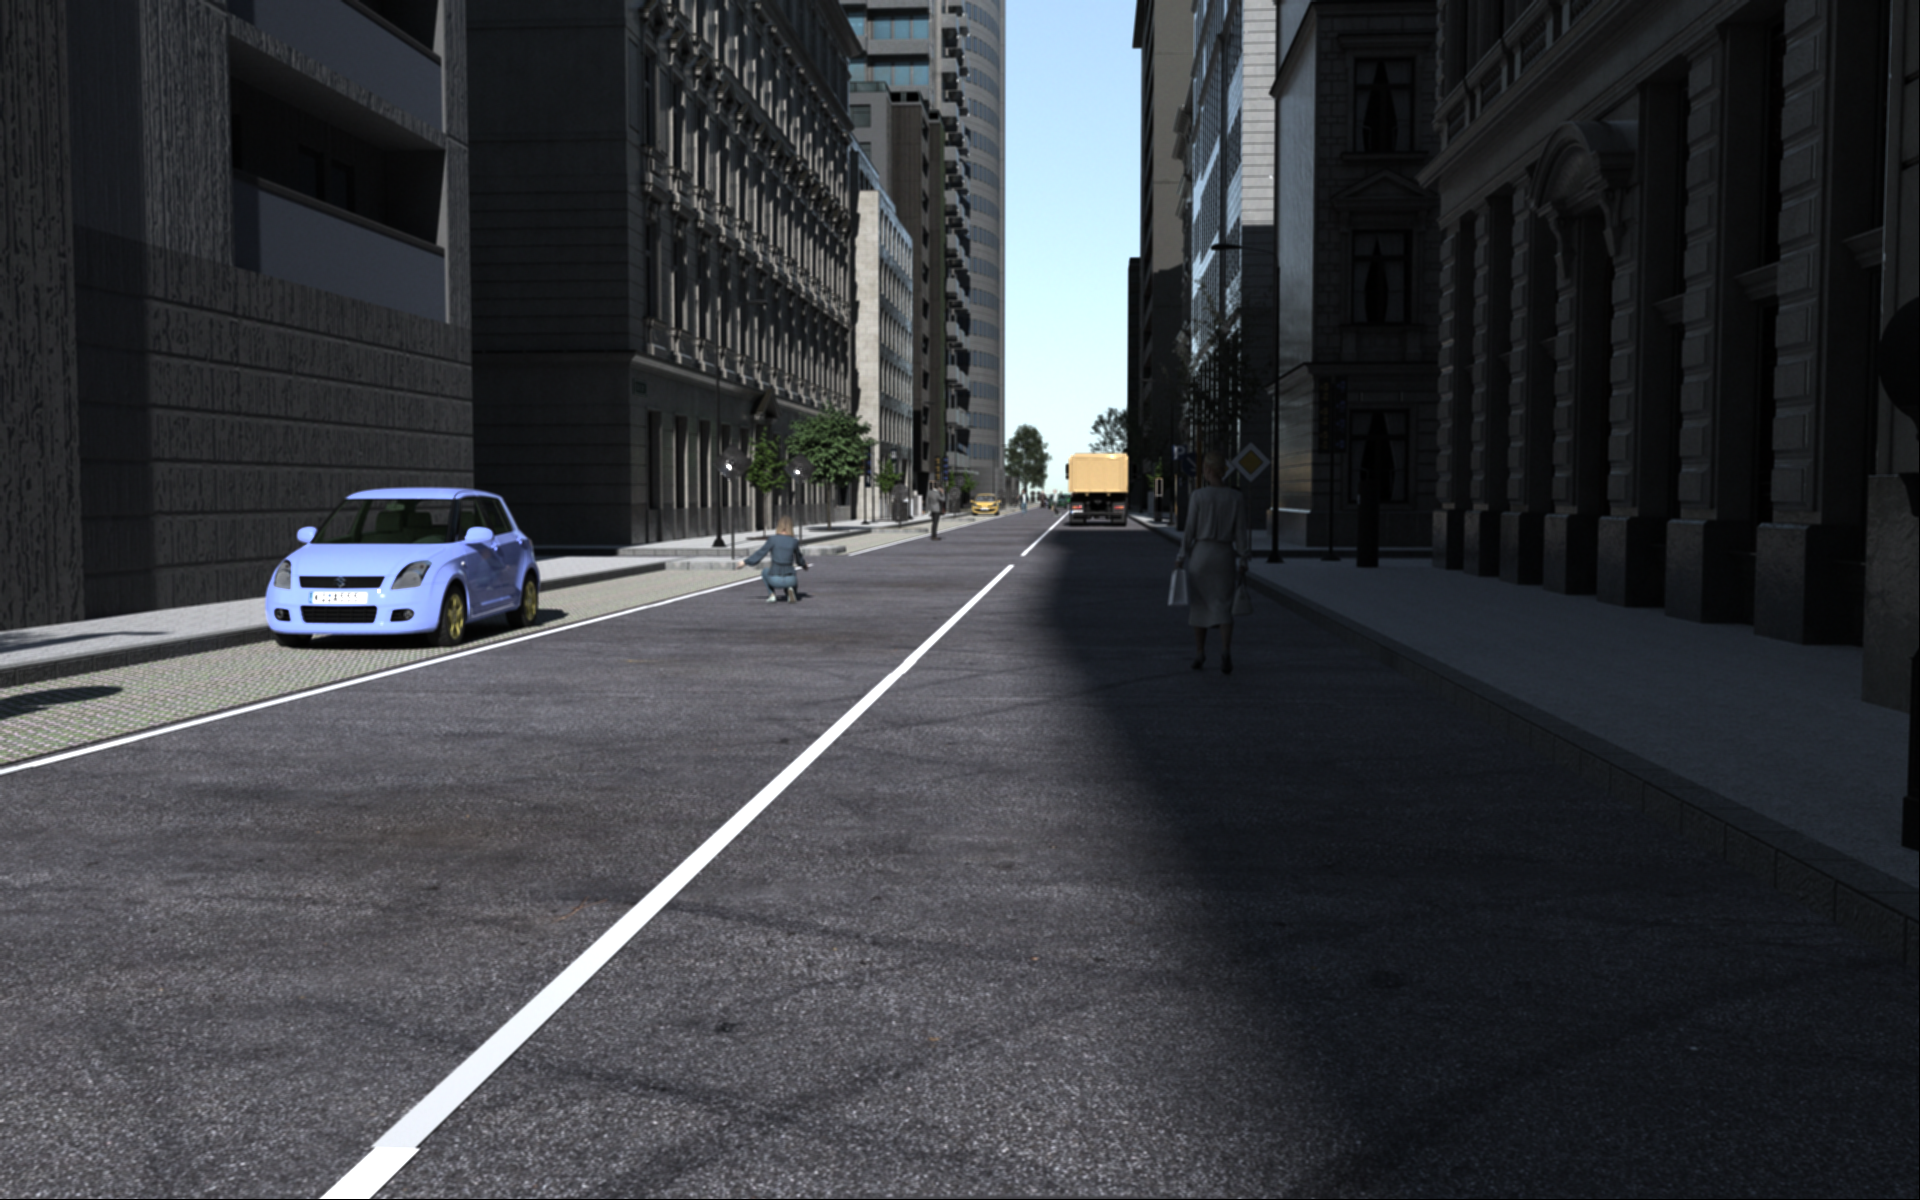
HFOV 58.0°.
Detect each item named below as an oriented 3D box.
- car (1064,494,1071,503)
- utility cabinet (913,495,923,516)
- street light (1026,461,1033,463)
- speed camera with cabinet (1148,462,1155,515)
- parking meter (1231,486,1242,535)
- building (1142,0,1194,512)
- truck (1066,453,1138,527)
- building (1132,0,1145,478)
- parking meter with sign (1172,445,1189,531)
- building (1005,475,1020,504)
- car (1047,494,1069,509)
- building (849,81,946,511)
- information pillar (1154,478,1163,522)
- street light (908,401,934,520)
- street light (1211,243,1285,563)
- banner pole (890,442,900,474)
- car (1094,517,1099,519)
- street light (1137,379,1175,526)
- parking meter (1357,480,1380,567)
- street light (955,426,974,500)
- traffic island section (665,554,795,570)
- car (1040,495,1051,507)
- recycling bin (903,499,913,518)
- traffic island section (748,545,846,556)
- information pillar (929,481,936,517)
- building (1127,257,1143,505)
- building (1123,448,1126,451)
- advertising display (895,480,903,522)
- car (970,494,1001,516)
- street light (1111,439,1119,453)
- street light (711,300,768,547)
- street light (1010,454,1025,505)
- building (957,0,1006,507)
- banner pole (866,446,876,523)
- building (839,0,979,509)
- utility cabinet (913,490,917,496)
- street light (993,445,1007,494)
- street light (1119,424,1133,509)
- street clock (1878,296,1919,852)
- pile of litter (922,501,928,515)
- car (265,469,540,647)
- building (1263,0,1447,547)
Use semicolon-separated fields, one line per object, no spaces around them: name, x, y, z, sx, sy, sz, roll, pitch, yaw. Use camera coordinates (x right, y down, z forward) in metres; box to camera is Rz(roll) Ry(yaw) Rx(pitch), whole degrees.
car;14.193;-13.667;232.252;1.959;1.807;4.718;0;4;5
utility cabinet;-2.474;-5.517;101.364;0.306;1.237;1.020;-1;4;-16
street light;9.730;-16.742;246.278;1.470;5.913;1.316;0;4;4
speed camera with cabinet;12.075;-6.894;107.049;0.660;3.252;2.038;1;4;16
parking meter;8.754;-2.842;54.873;0.372;1.533;0.369;0;3;0
building;25.431;-31.304;135.516;21.300;48.544;21.600;0;4;4
truck;6.483;-5.155;80.209;3.469;3.379;9.791;0;4;6
building;32.050;-35.827;175.002;28.713;52.752;27.495;0;4;4
parking meter with sign;7.724;-3.927;60.473;0.543;3.016;1.738;0;4;3
building;-1.533;-50.018;256.040;20.563;71.187;20.611;0;4;4
car;9.557;-9.639;169.389;2.131;1.459;4.920;0;4;4
building;-8.606;-21.617;125.143;14.160;30.474;14.107;0;4;4
information pillar;9.227;-4.653;80.576;0.304;2.012;0.304;-1;4;-12
street light;-1.998;-7.001;87.006;1.470;5.913;1.316;0;4;4
street light;5.343;-3.649;32.201;1.470;5.913;1.316;0;4;4
banner pole;-3.114;-5.758;84.156;0.401;3.779;0.863;-3;5;-44
car;8.693;-5.547;100.917;2.015;1.641;3.980;0;4;2
street light;8.023;-5.964;70.046;1.470;5.913;1.316;0;4;4
parking meter;7.166;-1.346;30.415;0.372;1.533;0.369;0;3;0
street light;0.260;-8.898;118.025;1.470;5.913;1.316;0;4;4
traffic island section;-4.455;-0.707;33.844;2.009;0.180;2.903;0;4;4
car;9.814;-10.897;190.738;1.945;1.354;3.894;0;4;3
recycling bin;-2.981;-4.940;93.331;0.722;1.027;0.722;-2;4;-28
traffic island section;-3.869;-1.194;41.808;2.009;0.180;2.903;0;4;4
information pillar;-1.544;-5.715;97.929;0.304;2.012;0.304;3;4;37
building;27.464;-26.906;211.607;14.160;30.474;14.107;0;4;4
building;33.620;-56.249;232.349;22.319;86.520;31.000;0;4;4
advertising display;-2.776;-4.495;78.702;0.123;1.923;0.974;1;4;15
car;1.722;-6.409;115.008;2.015;1.641;3.980;0;4;3
street light;13.729;-10.611;146.025;1.470;5.913;1.316;0;4;4
street light;-5.289;-4.228;41.668;1.470;5.913;1.316;0;4;4
street light;6.451;-13.969;200.939;1.470;5.913;1.316;0;4;4
building;-6.544;-38.804;176.441;21.231;58.520;28.212;0;4;4
banner pole;-4.060;-5.402;78.331;0.401;3.779;0.863;-3;4;-38
building;-10.791;-32.283;147.435;23.786;49.044;30.456;0;4;4
utility cabinet;-3.188;-5.917;105.422;1.173;1.500;0.318;-1;4;-10
street light;3.733;-11.683;163.564;1.470;5.913;1.316;0;4;4
street light;11.542;-8.736;115.368;1.470;5.913;1.316;0;4;4
street clock;3.531;-0.098;6.165;0.471;2.002;0.358;0;4;-7
pile of litter;-2.680;-6.017;112.346;1.176;0.858;1.719;0;4;3
car;-5.472;-0.469;17.260;1.945;1.707;3.694;0;4;3
building;17.811;-11.067;45.572;19.286;19.102;10.561;0;4;4
